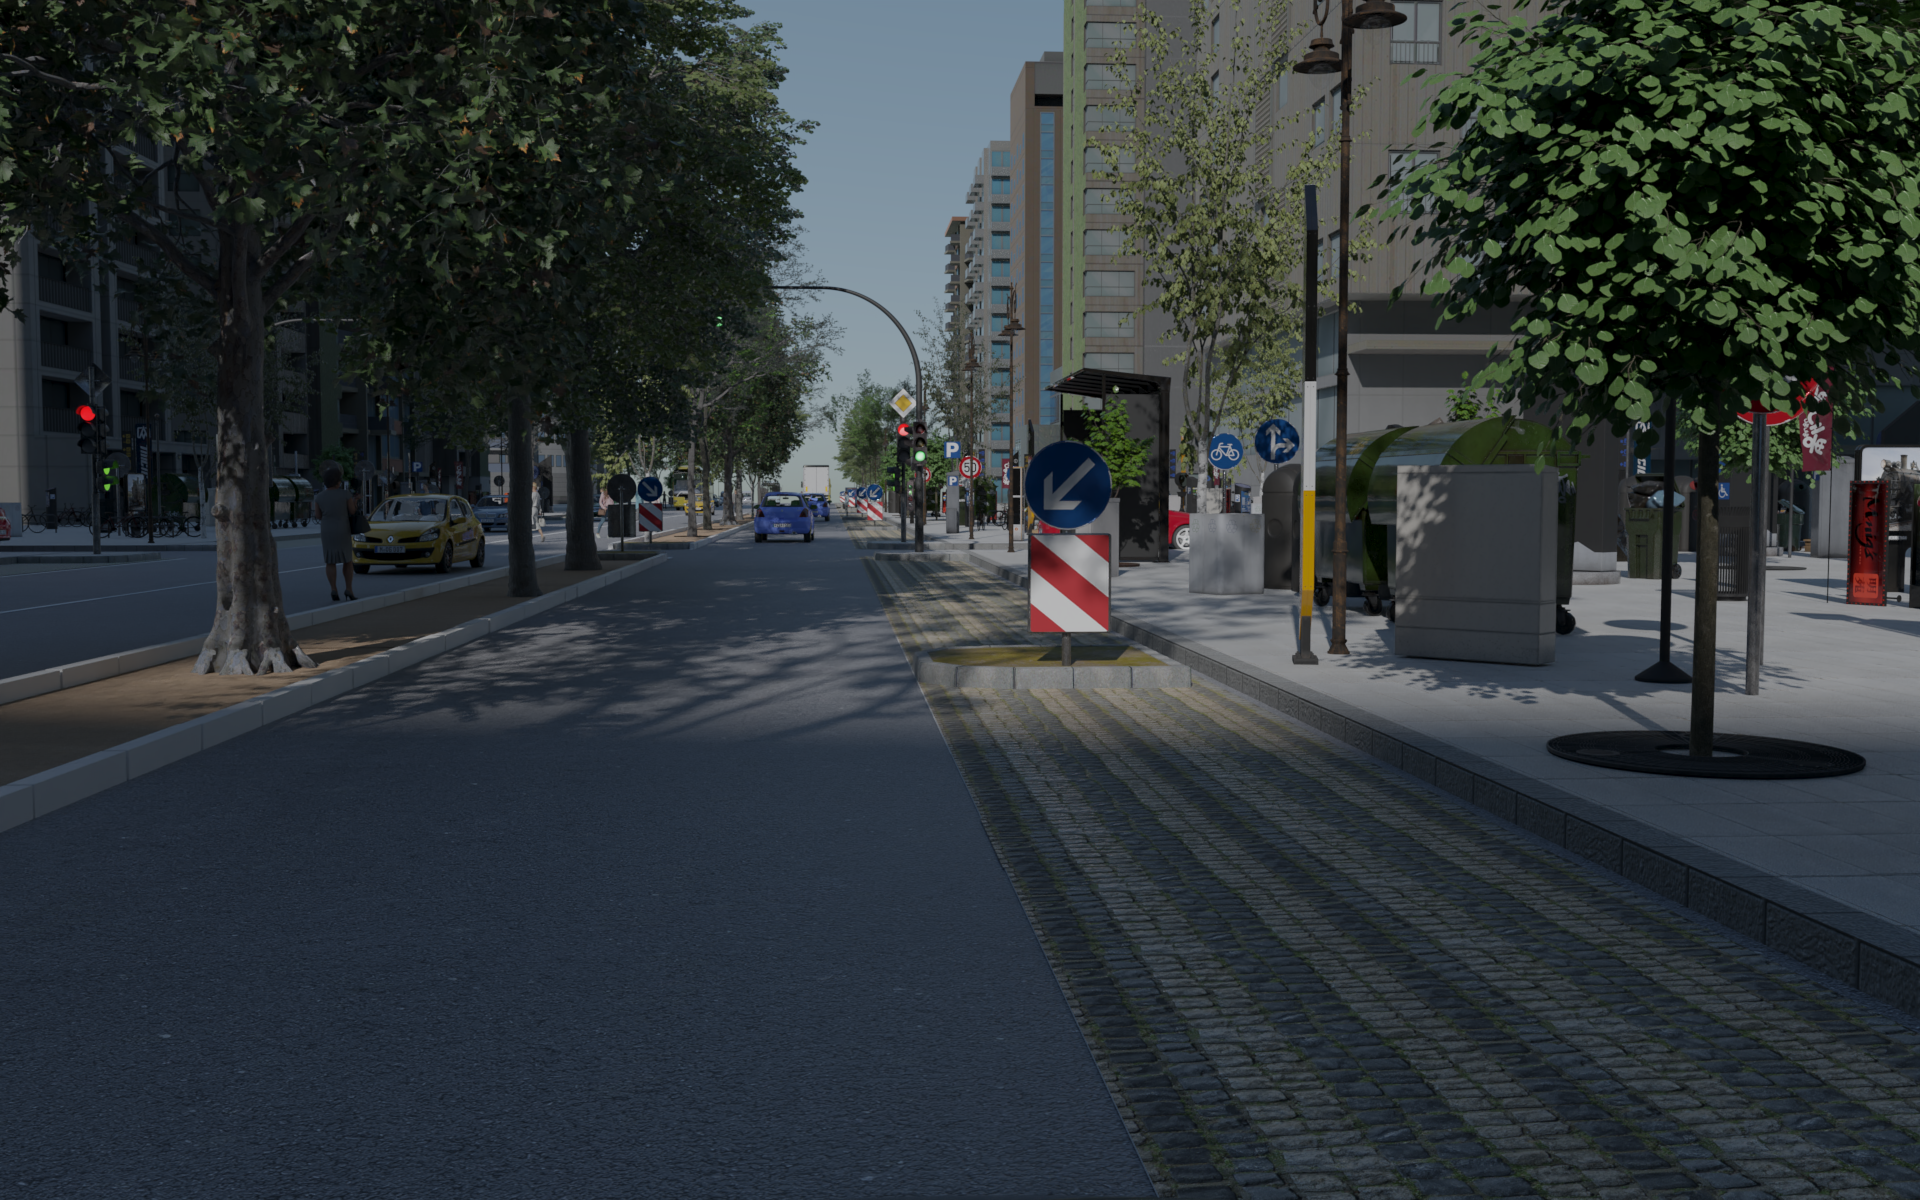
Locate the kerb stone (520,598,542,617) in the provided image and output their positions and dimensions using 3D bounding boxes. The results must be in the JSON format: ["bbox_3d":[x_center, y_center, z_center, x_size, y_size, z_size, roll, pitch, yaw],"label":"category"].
[{"bbox_3d":[-5.106,0.109,20.431,0.120,0.150,1.000,0,4,-4],"label":"kerb stone"}]

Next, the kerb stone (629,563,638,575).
[{"bbox_3d":[-5.872,-0.518,30.667,0.120,0.150,1.000,0,4,-4],"label":"kerb stone"}]

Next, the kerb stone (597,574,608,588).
[{"bbox_3d":[-5.570,-0.267,26.577,0.120,0.150,1.000,0,4,-4],"label":"kerb stone"}]

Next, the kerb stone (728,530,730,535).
[{"bbox_3d":[-7.984,-2.237,58.790,0.120,0.150,1.000,0,4,-4],"label":"kerb stone"}]

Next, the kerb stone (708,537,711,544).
[{"bbox_3d":[-7.303,-1.670,49.583,0.120,0.150,1.000,0,4,-4],"label":"kerb stone"}]

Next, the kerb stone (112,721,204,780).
[{"bbox_3d":[-4.261,0.797,9.170,0.120,0.150,1.000,0,4,-4],"label":"kerb stone"}]

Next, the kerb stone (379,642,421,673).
[{"bbox_3d":[-4.644,0.485,14.287,0.120,0.150,1.000,0,4,-4],"label":"kerb stone"}]

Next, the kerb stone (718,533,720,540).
[{"bbox_3d":[-7.609,-1.925,53.675,0.120,0.150,1.000,0,4,-4],"label":"kerb stone"}]

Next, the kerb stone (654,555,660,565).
[{"bbox_3d":[-6.180,-0.769,34.767,0.120,0.150,1.000,0,4,-4],"label":"kerb stone"}]

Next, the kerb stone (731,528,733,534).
[{"bbox_3d":[-8.143,-2.360,60.836,0.120,0.150,1.000,0,4,-4],"label":"kerb stone"}]

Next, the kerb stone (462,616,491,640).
[{"bbox_3d":[-4.886,0.296,17.356,0.120,0.150,1.000,0,4,-4],"label":"kerb stone"}]

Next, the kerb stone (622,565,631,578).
[{"bbox_3d":[-5.793,-0.455,29.641,0.120,0.150,1.000,0,4,-4],"label":"kerb stone"}]

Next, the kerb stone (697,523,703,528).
[{"bbox_3d":[-11.386,-3.290,76.003,0.120,0.150,1.000,0,4,-4],"label":"kerb stone"}]

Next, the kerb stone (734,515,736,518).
[{"bbox_3d":[-13.690,-5.167,106.700,0.120,0.150,1.000,0,4,-4],"label":"kerb stone"}]

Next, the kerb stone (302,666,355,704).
[{"bbox_3d":[-4.493,0.609,12.241,0.120,0.150,1.000,0,4,-4],"label":"kerb stone"}]

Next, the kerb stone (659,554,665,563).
[{"bbox_3d":[-6.260,-0.828,35.787,0.120,0.150,1.000,0,4,-4],"label":"kerb stone"}]

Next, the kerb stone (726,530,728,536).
[{"bbox_3d":[-7.910,-2.172,57.770,0.120,0.150,1.000,0,4,-4],"label":"kerb stone"}]

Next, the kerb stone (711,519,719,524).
[{"bbox_3d":[-12.083,-3.852,85.221,0.120,0.150,1.000,0,4,-4],"label":"kerb stone"}]

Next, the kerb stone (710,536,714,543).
[{"bbox_3d":[-7.368,-1.737,50.606,0.120,0.150,1.000,0,4,-4],"label":"kerb stone"}]

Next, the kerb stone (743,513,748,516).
[{"bbox_3d":[-14.528,-5.857,117.950,0.120,0.150,1.000,0,4,-4],"label":"kerb stone"}]

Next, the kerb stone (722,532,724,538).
[{"bbox_3d":[-7.759,-2.049,55.722,0.120,0.150,1.000,0,4,-4],"label":"kerb stone"}]

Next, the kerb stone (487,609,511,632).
[{"bbox_3d":[-4.951,0.236,18.392,0.120,0.150,1.000,0,4,-4],"label":"kerb stone"}]

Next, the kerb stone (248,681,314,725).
[{"bbox_3d":[-4.414,0.671,11.221,0.120,0.150,1.000,0,4,-4],"label":"kerb stone"}]

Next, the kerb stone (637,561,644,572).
[{"bbox_3d":[-5.947,-0.576,31.687,0.120,0.150,1.000,0,4,-4],"label":"kerb stone"}]

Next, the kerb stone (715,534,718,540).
[{"bbox_3d":[-7.527,-1.863,52.657,0.120,0.150,1.000,0,4,-4],"label":"kerb stone"}]

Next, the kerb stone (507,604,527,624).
[{"bbox_3d":[-5.031,0.176,19.411,0.120,0.150,1.000,0,4,-4],"label":"kerb stone"}]

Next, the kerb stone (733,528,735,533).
[{"bbox_3d":[-8.215,-2.423,61.855,0.120,0.150,1.000,0,4,-4],"label":"kerb stone"}]

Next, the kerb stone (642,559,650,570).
[{"bbox_3d":[-6.020,-0.640,32.707,0.120,0.150,1.000,0,4,-4],"label":"kerb stone"}]

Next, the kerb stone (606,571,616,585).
[{"bbox_3d":[-5.639,-0.328,27.597,0.120,0.150,1.000,0,4,-4],"label":"kerb stone"}]

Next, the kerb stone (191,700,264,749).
[{"bbox_3d":[-4.337,0.738,10.197,0.120,0.150,1.000,0,4,-4],"label":"kerb stone"}]

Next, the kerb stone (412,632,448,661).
[{"bbox_3d":[-4.726,0.421,15.312,0.120,0.150,1.000,0,4,-4],"label":"kerb stone"}]

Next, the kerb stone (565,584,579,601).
[{"bbox_3d":[-5.339,-0.080,23.509,0.120,0.150,1.000,0,4,-4],"label":"kerb stone"}]

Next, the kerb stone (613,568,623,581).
[{"bbox_3d":[-5.727,-0.393,28.621,0.120,0.150,1.000,0,4,-4],"label":"kerb stone"}]

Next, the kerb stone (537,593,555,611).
[{"bbox_3d":[-5.186,0.045,21.462,0.120,0.150,1.000,0,4,-4],"label":"kerb stone"}]

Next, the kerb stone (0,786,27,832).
[{"bbox_3d":[-4.107,0.922,7.128,0.120,0.150,1.000,0,4,-4],"label":"kerb stone"}]

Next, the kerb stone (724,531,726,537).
[{"bbox_3d":[-7.827,-2.113,56.747,0.120,0.150,1.000,0,4,-4],"label":"kerb stone"}]

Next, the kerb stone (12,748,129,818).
[{"bbox_3d":[-4.186,0.859,8.147,0.120,0.150,1.000,0,4,-4],"label":"kerb stone"}]

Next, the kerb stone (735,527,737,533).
[{"bbox_3d":[-8.293,-2.488,62.881,0.120,0.150,1.000,0,4,-4],"label":"kerb stone"}]

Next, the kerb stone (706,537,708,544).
[{"bbox_3d":[-7.220,-1.612,48.558,0.120,0.150,1.000,0,4,-4],"label":"kerb stone"}]

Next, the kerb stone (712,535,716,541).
[{"bbox_3d":[-7.438,-1.801,51.634,0.120,0.150,1.000,0,4,-4],"label":"kerb stone"}]

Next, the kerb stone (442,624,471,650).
[{"bbox_3d":[-4.799,0.363,16.337,0.120,0.150,1.000,0,4,-4],"label":"kerb stone"}]

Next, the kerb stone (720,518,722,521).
[{"bbox_3d":[-12.232,-3.979,87.259,0.120,0.150,1.000,0,4,-4],"label":"kerb stone"}]

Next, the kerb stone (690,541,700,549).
[{"bbox_3d":[-7.000,-1.421,45.490,0.120,0.150,1.000,0,4,-4],"label":"kerb stone"}]

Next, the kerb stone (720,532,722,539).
[{"bbox_3d":[-7.679,-1.988,54.698,0.120,0.150,1.000,0,4,-4],"label":"kerb stone"}]

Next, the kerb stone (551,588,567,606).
[{"bbox_3d":[-5.269,-0.018,22.487,0.120,0.150,1.000,0,4,-4],"label":"kerb stone"}]

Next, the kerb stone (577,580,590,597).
[{"bbox_3d":[-5.405,-0.143,24.530,0.120,0.150,1.000,0,4,-4],"label":"kerb stone"}]

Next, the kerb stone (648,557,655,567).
[{"bbox_3d":[-6.111,-0.706,33.736,0.120,0.150,1.000,0,4,-4],"label":"kerb stone"}]

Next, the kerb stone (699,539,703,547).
[{"bbox_3d":[-7.060,-1.485,46.510,0.120,0.150,1.000,0,4,-4],"label":"kerb stone"}]

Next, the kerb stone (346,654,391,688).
[{"bbox_3d":[-4.567,0.551,13.268,0.120,0.150,1.000,0,4,-4],"label":"kerb stone"}]

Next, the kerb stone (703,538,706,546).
[{"bbox_3d":[-7.138,-1.550,47.540,0.120,0.150,1.000,0,4,-4],"label":"kerb stone"}]

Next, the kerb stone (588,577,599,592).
[{"bbox_3d":[-5.492,-0.203,25.555,0.120,0.150,1.000,0,4,-4],"label":"kerb stone"}]

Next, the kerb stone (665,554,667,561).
[{"bbox_3d":[-6.332,-0.894,36.808,0.120,0.150,1.000,0,4,-4],"label":"kerb stone"}]
